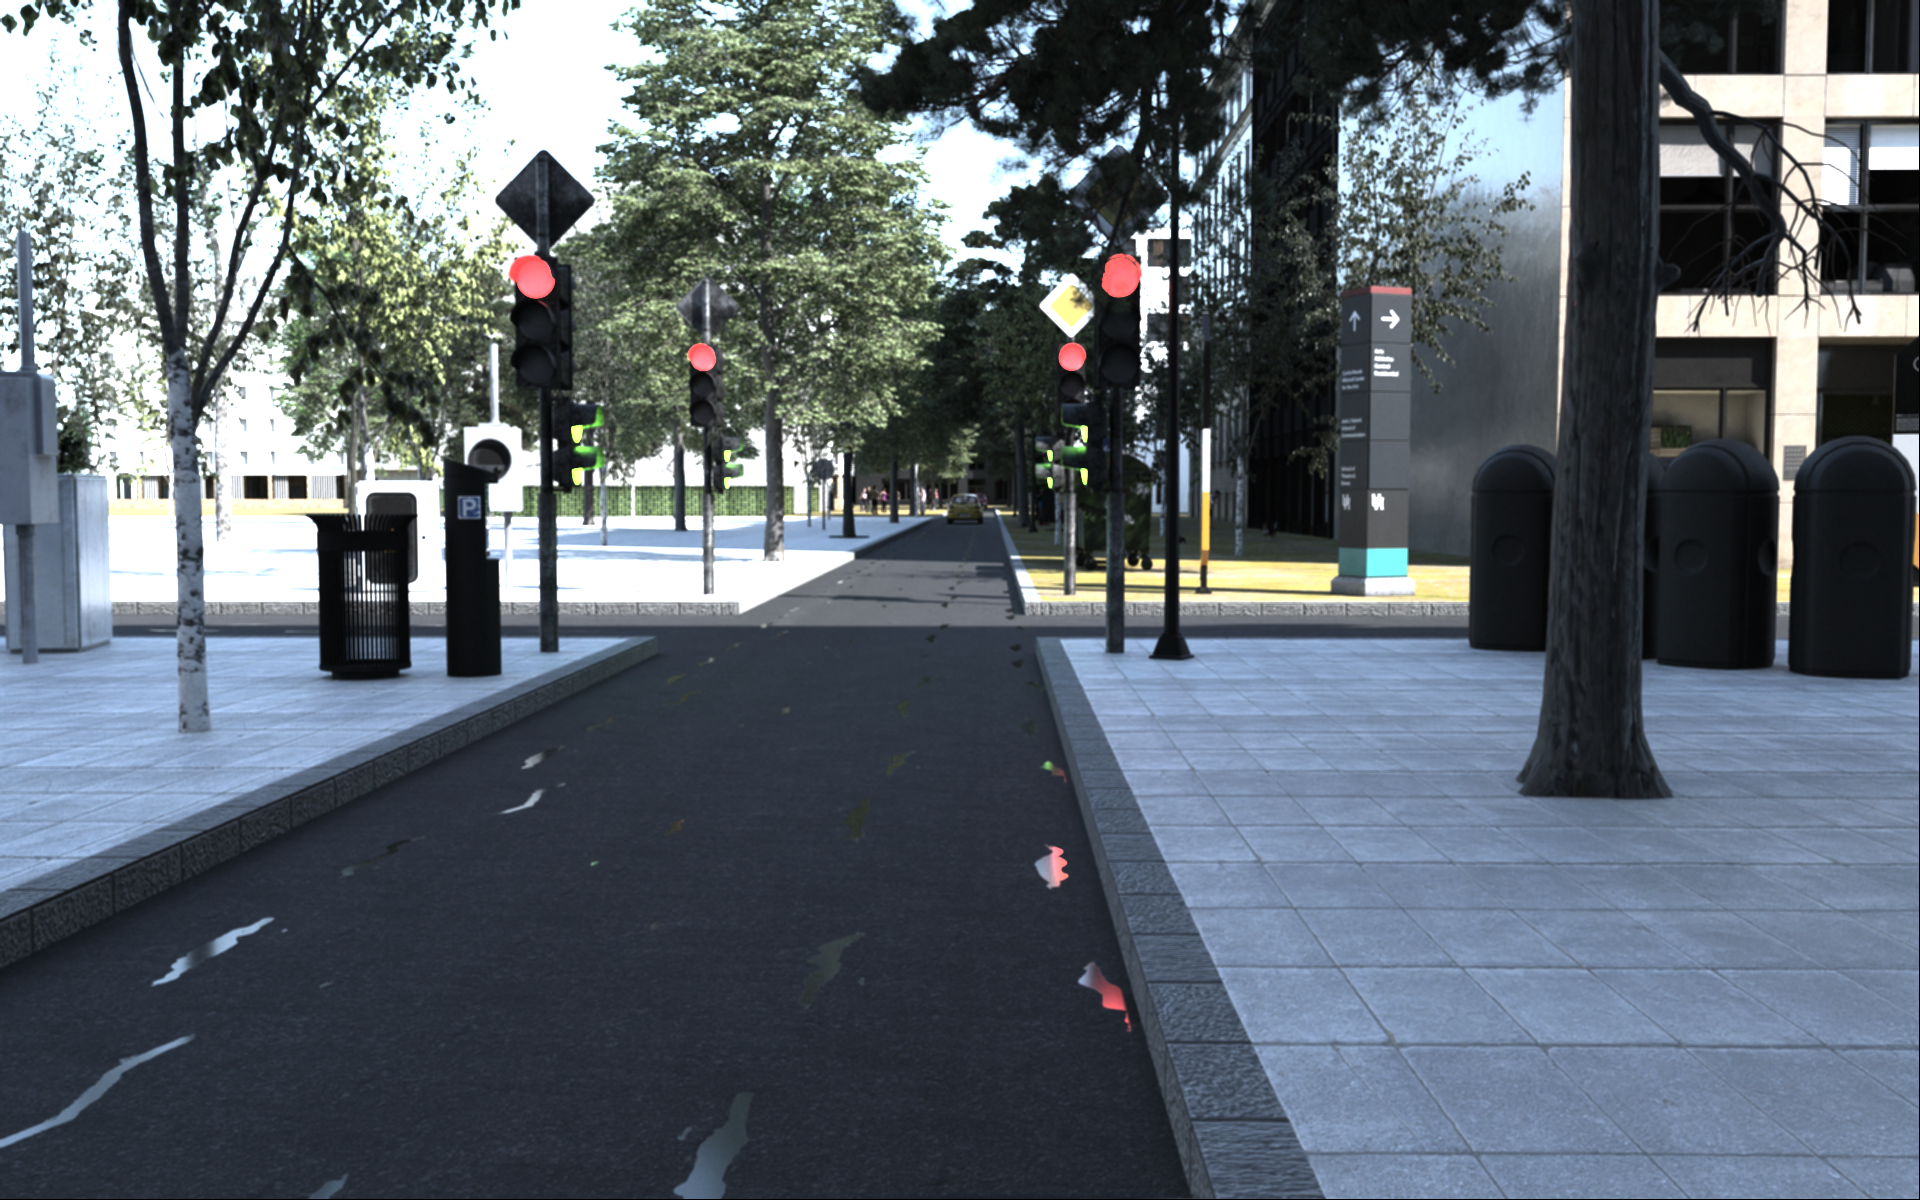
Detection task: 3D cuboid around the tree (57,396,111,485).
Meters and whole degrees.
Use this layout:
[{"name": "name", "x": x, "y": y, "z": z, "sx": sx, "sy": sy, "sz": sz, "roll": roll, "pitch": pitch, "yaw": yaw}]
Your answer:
[{"name": "tree", "x": -53.176, "y": -7.822, "z": 90.803, "sx": 20.602, "sy": 7.101, "sz": 11.467, "roll": 0, "pitch": 4, "yaw": 2}]

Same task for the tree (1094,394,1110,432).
[{"name": "tree", "x": 6.345, "y": -6.226, "z": 52.165, "sx": 4.360, "sy": 8.622, "sz": 3.978, "roll": 0, "pitch": 3, "yaw": 0}]

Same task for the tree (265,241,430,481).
[{"name": "tree", "x": -25.795, "y": -9.527, "z": 73.900, "sx": 7.486, "sy": 12.596, "sz": 7.792, "roll": 0, "pitch": 3, "yaw": 0}]

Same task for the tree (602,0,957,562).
[{"name": "tree", "x": -3.842, "y": -7.013, "z": 32.784, "sx": 7.486, "sy": 12.596, "sz": 7.792, "roll": 0, "pitch": 3, "yaw": 0}]

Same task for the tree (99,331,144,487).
[{"name": "tree", "x": -28.692, "y": -6.862, "z": 62.564, "sx": 4.737, "sy": 8.622, "sz": 4.395, "roll": 0, "pitch": 3, "yaw": 0}]

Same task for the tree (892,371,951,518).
[{"name": "tree", "x": -2.247, "y": -8.751, "z": 93.433, "sx": 4.737, "sy": 8.622, "sz": 4.395, "roll": 0, "pitch": 3, "yaw": 0}]

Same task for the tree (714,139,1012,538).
[{"name": "tree", "x": -3.372, "y": -7.641, "z": 50.691, "sx": 9.928, "sy": 11.665, "sz": 9.643, "roll": 0, "pitch": 3, "yaw": 0}]

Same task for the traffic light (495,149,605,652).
[{"name": "traffic light", "x": -3.324, "y": -1.512, "z": 13.974, "sx": 0.839, "sy": 4.213, "sz": 0.868, "roll": 0, "pitch": 4, "yaw": 1}]

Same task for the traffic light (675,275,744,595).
[{"name": "traffic light", "x": -3.184, "y": -2.001, "z": 21.958, "sx": 0.839, "sy": 4.213, "sz": 0.868, "roll": 0, "pitch": 4, "yaw": 1}]

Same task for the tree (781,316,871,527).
[{"name": "tree", "x": -6.126, "y": -7.193, "z": 67.962, "sx": 4.360, "sy": 8.622, "sz": 3.978, "roll": 0, "pitch": 3, "yaw": 0}]

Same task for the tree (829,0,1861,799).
[{"name": "tree", "x": 2.730, "y": -5.199, "z": 7.055, "sx": 6.751, "sy": 12.117, "sz": 7.091, "roll": 0, "pitch": 3, "yaw": 0}]

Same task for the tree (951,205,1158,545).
[{"name": "tree", "x": 2.215, "y": -5.669, "z": 43.043, "sx": 4.737, "sy": 8.622, "sz": 4.395, "roll": 0, "pitch": 3, "yaw": 0}]

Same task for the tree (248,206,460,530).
[{"name": "tree", "x": -21.544, "y": -8.299, "z": 61.450, "sx": 9.928, "sy": 11.665, "sz": 9.643, "roll": 0, "pitch": 3, "yaw": 0}]

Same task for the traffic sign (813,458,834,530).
[{"name": "traffic sign", "x": -4.875, "y": -3.781, "z": 61.930, "sx": 0.768, "sy": 2.556, "sz": 0.104, "roll": 0, "pitch": 4, "yaw": 4}]

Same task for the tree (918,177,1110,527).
[{"name": "tree", "x": 2.302, "y": -9.783, "z": 67.379, "sx": 7.806, "sy": 13.903, "sz": 7.818, "roll": 0, "pitch": 3, "yaw": 0}]

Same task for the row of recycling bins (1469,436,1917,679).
[{"name": "row of recycling bins", "x": 5.495, "y": -0.383, "z": 13.381, "sx": 1.069, "sy": 1.692, "sz": 3.534, "roll": -3, "pitch": 4, "yaw": -39}]

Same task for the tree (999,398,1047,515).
[{"name": "tree", "x": 4.434, "y": -9.575, "z": 106.922, "sx": 4.360, "sy": 8.622, "sz": 3.978, "roll": 0, "pitch": 3, "yaw": 0}]

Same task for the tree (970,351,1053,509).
[{"name": "tree", "x": 4.783, "y": -14.727, "z": 147.445, "sx": 9.857, "sy": 13.997, "sz": 8.962, "roll": 0, "pitch": 3, "yaw": 0}]

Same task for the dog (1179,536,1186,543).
[{"name": "dog", "x": 5.654, "y": -1.691, "z": 45.379, "sx": 0.550, "sy": 0.427, "sz": 0.748, "roll": 1, "pitch": 4, "yaw": 15}]

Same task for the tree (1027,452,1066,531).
[{"name": "tree", "x": 3.356, "y": -4.037, "z": 60.606, "sx": 1.663, "sy": 3.219, "sz": 1.824, "roll": 0, "pitch": 3, "yaw": 0}]

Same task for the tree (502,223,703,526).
[{"name": "tree", "x": -15.025, "y": -9.047, "z": 69.980, "sx": 6.751, "sy": 12.117, "sz": 7.091, "roll": 0, "pitch": 3, "yaw": 0}]

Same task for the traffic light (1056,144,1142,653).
[{"name": "traffic light", "x": 1.237, "y": -1.509, "z": 13.910, "sx": 0.839, "sy": 4.213, "sz": 0.868, "roll": 0, "pitch": 4, "yaw": 1}]

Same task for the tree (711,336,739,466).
[{"name": "tree", "x": -14.572, "y": -10.218, "z": 89.115, "sx": 6.751, "sy": 12.117, "sz": 7.091, "roll": 0, "pitch": 3, "yaw": 0}]

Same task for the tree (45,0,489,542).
[{"name": "tree", "x": -18.926, "y": -11.689, "z": 47.010, "sx": 12.611, "sy": 20.169, "sz": 13.585, "roll": 0, "pitch": 3, "yaw": 0}]

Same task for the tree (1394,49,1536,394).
[{"name": "tree", "x": 6.496, "y": -4.643, "z": 26.278, "sx": 4.360, "sy": 8.622, "sz": 3.978, "roll": 0, "pitch": 3, "yaw": 0}]

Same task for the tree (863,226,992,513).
[{"name": "tree", "x": -2.106, "y": -16.041, "z": 118.158, "sx": 12.611, "sy": 20.169, "sz": 13.585, "roll": 0, "pitch": 3, "yaw": 0}]

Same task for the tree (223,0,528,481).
[{"name": "tree", "x": -8.397, "y": -4.576, "z": 25.184, "sx": 4.737, "sy": 8.622, "sz": 4.395, "roll": 0, "pitch": 3, "yaw": 0}]

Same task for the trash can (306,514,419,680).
[{"name": "trash can", "x": -4.179, "y": -0.030, "z": 12.148, "sx": 0.748, "sy": 1.137, "sz": 0.748, "roll": 0, "pitch": 3, "yaw": 0}]

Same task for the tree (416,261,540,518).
[{"name": "tree", "x": -25.379, "y": -11.305, "z": 92.259, "sx": 7.806, "sy": 13.903, "sz": 7.818, "roll": 0, "pitch": 3, "yaw": 0}]

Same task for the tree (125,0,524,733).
[{"name": "tree", "x": -3.926, "y": -3.590, "z": 9.055, "sx": 4.360, "sy": 8.622, "sz": 3.978, "roll": 0, "pitch": 3, "yaw": 0}]

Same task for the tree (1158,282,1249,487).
[{"name": "tree", "x": 8.140, "y": -6.675, "z": 59.500, "sx": 4.737, "sy": 8.622, "sz": 4.395, "roll": 0, "pitch": 3, "yaw": 0}]

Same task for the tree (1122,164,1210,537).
[{"name": "tree", "x": 5.994, "y": -5.208, "z": 35.516, "sx": 4.360, "sy": 8.622, "sz": 3.978, "roll": 0, "pitch": 3, "yaw": 0}]

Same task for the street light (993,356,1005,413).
[{"name": "street light", "x": 1.923, "y": -5.238, "z": 58.177, "sx": 1.470, "sy": 5.913, "sz": 1.316, "roll": 0, "pitch": 4, "yaw": 1}]

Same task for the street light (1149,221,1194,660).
[{"name": "street light", "x": 1.115, "y": -2.499, "z": 13.397, "sx": 1.470, "sy": 5.913, "sz": 1.316, "roll": 0, "pitch": 4, "yaw": 1}]

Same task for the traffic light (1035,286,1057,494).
[{"name": "traffic light", "x": 1.376, "y": -1.997, "z": 21.894, "sx": 0.839, "sy": 4.213, "sz": 0.868, "roll": 0, "pitch": 4, "yaw": 1}]
